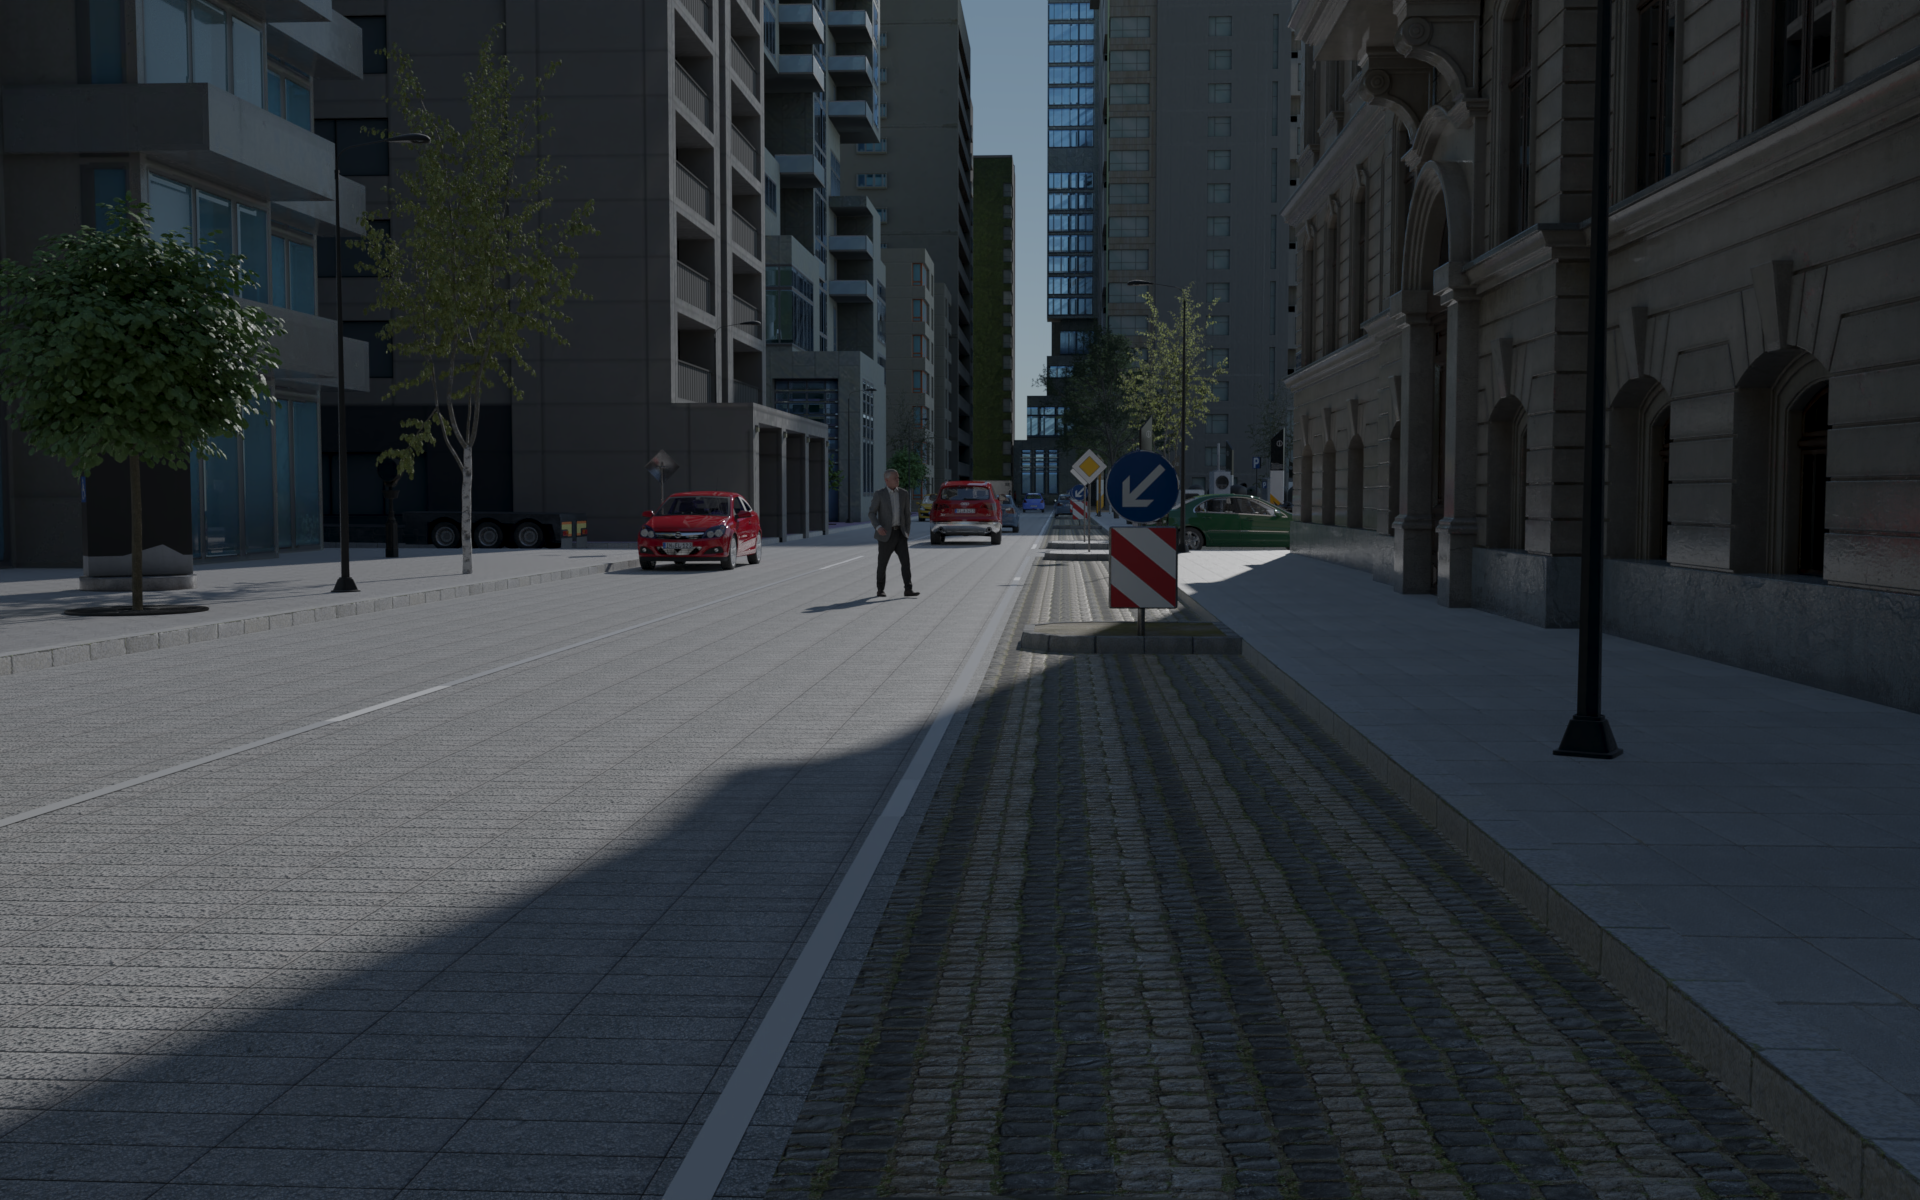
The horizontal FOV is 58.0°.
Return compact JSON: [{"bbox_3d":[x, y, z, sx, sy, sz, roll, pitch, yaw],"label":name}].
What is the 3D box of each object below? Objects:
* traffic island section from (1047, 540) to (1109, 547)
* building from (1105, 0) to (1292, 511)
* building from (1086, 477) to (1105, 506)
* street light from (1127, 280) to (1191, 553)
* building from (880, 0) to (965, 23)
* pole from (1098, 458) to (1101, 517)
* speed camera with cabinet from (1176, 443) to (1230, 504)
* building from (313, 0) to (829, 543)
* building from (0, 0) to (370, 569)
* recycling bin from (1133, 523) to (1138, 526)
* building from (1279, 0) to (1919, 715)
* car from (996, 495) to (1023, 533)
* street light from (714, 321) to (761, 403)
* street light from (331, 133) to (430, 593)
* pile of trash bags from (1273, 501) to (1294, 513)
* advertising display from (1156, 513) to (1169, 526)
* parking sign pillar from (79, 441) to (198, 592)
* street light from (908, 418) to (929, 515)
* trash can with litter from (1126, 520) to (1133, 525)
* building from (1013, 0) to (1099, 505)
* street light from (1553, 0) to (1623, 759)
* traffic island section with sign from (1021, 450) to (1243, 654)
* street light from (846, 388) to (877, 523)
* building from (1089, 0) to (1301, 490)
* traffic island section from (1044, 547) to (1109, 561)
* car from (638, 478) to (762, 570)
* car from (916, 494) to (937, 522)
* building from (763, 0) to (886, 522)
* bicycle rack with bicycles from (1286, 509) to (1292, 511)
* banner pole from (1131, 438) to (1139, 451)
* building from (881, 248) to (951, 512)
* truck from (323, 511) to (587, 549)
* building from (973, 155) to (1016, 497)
[{"bbox_3d":[3.348,-1.469,46.294,2.009,0.180,2.903,0,4,3],"label":"traffic island section"},{"bbox_3d":[18.849,-27.921,140.101,14.154,41.232,14.086,0,4,3],"label":"building"},{"bbox_3d":[23.784,-45.617,184.095,20.563,71.187,20.611,0,4,3],"label":"building"},{"bbox_3d":[4.328,-3.988,37.742,1.470,5.913,1.316,0,4,3],"label":"street light"},{"bbox_3d":[-10.198,-32.906,161.722,21.300,48.544,21.600,0,4,3],"label":"building"},{"bbox_3d":[7.866,-6.343,97.557,0.158,3.312,0.155,0,3,0],"label":"pole"},{"bbox_3d":[9.418,-4.450,67.096,2.038,3.252,0.660,-1,4,-13],"label":"speed camera with cabinet"},{"bbox_3d":[-15.103,-37.734,55.208,20.563,71.187,20.611,0,4,3],"label":"building"},{"bbox_3d":[-27.809,-25.057,29.291,30.456,49.044,23.786,0,4,3],"label":"building"},{"bbox_3d":[5.784,-2.483,53.155,0.722,1.027,0.722,-3,5,-40],"label":"recycling bin"},{"bbox_3d":[11.374,-12.289,20.009,14.460,24.649,34.723,0,4,3],"label":"building"},{"bbox_3d":[1.367,-3.264,65.364,2.014,1.417,4.499,0,4,3],"label":"car"},{"bbox_3d":[-6.036,-4.530,46.606,1.470,5.913,1.316,0,4,3],"label":"street light"},{"bbox_3d":[-7.518,-3.056,22.501,1.470,5.913,1.316,0,4,3],"label":"street light"},{"bbox_3d":[11.285,-2.692,53.761,3.447,1.369,1.912,1,4,10],"label":"pile of trash bags"},{"bbox_3d":[4.212,-1.883,35.999,0.123,1.923,0.974,1,4,15],"label":"advertising display"},{"bbox_3d":[-11.107,-2.131,23.315,1.447,3.967,1.447,-2,4,-35],"label":"parking sign pillar"},{"bbox_3d":[-2.565,-8.153,105.848,1.470,5.913,1.316,0,4,3],"label":"street light"},{"bbox_3d":[7.377,-3.769,73.012,0.624,1.170,1.055,-1,4,-18],"label":"trash can with litter"},{"bbox_3d":[22.473,-55.089,213.383,31.000,86.520,22.319,0,4,3],"label":"building"},{"bbox_3d":[2.561,-2.194,8.409,1.470,5.913,1.316,0,4,3],"label":"street light"},{"bbox_3d":[1.581,-0.473,16.356,1.989,1.847,2.006,0,4,3],"label":"traffic island section with sign"},{"bbox_3d":[-4.351,-6.344,76.260,1.470,5.913,1.316,0,4,3],"label":"street light"},{"bbox_3d":[26.469,-34.914,160.088,28.713,52.752,27.495,0,4,3],"label":"building"},{"bbox_3d":[2.877,-0.981,38.322,2.009,0.180,2.903,0,4,3],"label":"traffic island section"},{"bbox_3d":[-5.084,-1.535,34.137,2.155,1.783,4.494,0,4,3],"label":"car"},{"bbox_3d":[-1.270,-4.941,91.001,2.015,1.641,3.980,0,4,2],"label":"car"},{"bbox_3d":[-14.715,-47.653,91.797,22.319,86.520,31.000,0,4,3],"label":"building"},{"bbox_3d":[8.108,-2.127,48.164,2.852,0.926,2.925,0,4,4],"label":"bicycle rack with bicycles"},{"bbox_3d":[7.905,-5.357,77.598,0.401,3.779,0.863,-3,5,-43],"label":"banner pole"},{"bbox_3d":[-15.401,-17.868,137.175,27.650,21.520,28.899,0,4,3],"label":"building"},{"bbox_3d":[-19.098,-3.329,44.193,18.799,4.110,2.967,0,4,3],"label":"truck"},{"bbox_3d":[-0.275,-32.316,211.953,14.086,41.232,14.154,0,4,3],"label":"building"}]
